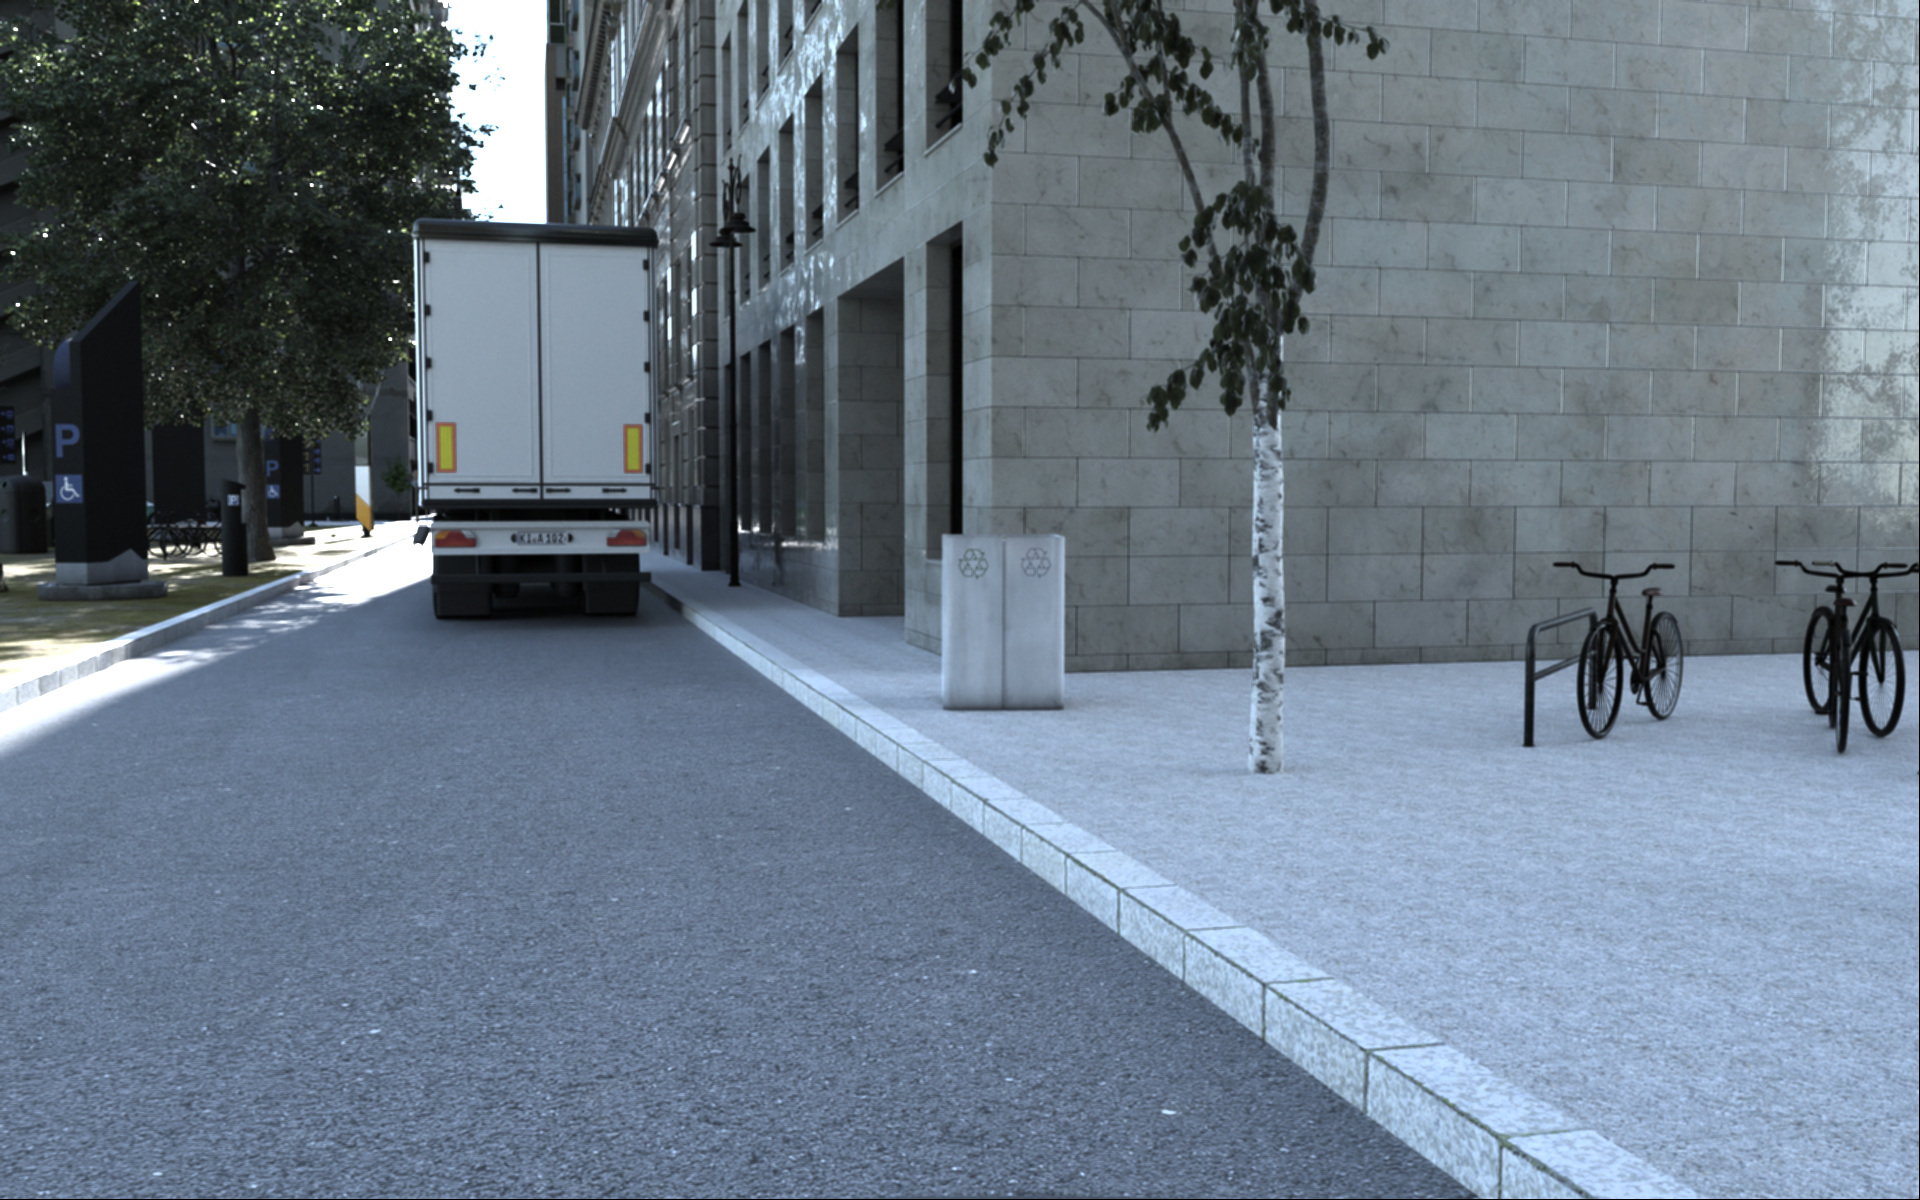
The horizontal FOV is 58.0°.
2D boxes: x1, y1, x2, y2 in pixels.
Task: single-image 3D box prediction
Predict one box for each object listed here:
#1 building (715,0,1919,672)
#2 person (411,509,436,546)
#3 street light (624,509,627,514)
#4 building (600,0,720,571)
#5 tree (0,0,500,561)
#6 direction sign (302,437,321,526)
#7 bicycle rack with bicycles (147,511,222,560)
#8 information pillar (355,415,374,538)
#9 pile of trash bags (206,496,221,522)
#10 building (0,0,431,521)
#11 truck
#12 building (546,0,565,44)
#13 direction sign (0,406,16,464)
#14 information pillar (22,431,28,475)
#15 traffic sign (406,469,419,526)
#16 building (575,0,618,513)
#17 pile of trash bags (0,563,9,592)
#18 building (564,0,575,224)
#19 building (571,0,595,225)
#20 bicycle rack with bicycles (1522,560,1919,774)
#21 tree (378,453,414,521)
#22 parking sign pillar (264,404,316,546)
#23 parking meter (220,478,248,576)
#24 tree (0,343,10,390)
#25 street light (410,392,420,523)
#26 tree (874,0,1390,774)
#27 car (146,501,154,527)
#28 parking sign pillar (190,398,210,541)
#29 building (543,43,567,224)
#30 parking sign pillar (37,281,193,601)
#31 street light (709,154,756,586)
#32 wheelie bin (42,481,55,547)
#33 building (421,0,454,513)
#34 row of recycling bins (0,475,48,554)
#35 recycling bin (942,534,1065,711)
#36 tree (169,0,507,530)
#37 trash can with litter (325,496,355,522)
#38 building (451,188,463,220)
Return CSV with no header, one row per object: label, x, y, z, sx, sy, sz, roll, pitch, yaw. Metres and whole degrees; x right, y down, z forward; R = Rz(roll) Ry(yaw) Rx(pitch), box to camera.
building,3.164,-10.171,21.053,10.420,20.320,16.860,-1,4,-14
person,-14.637,-2.416,48.227,0.699,1.804,1.509,2,4,35
street light,-9.237,-4.573,47.550,0.468,5.910,1.993,-1,4,-14
building,-1.857,-14.918,41.174,12.463,27.353,25.104,-1,4,-14
tree,-13.524,-7.715,32.801,9.857,13.997,8.962,0,3,0
direction sign,-25.690,-4.690,68.685,0.876,3.537,0.379,1,4,21
bicycle rack with bicycles,-15.513,-1.322,34.997,2.925,0.926,2.852,-2,4,-34
information pillar,-17.630,-3.659,51.181,0.504,3.616,0.183,1,4,17
pile of trash bags,-34.530,-4.316,80.315,3.447,1.369,1.912,0,4,8
building,-39.531,-28.512,89.867,21.300,48.544,21.600,-1,4,-14
truck,-5.819,-2.105,23.335,2.839,4.237,11.283,-1,4,-15
building,-46.998,-49.276,243.917,20.611,71.187,20.563,-1,4,-14
direction sign,-24.755,-3.212,44.515,0.876,3.537,0.379,-2,4,-34
information pillar,-34.695,-4.462,64.308,0.183,3.616,0.504,-2,4,-35
traffic sign,-21.810,-4.027,69.480,0.795,2.450,0.064,-1,4,-14
building,-8.116,-12.114,62.694,10.561,19.102,19.286,-1,4,-14
pile of trash bags,-13.026,-0.701,21.219,1.912,1.369,3.447,-1,4,-15
building,-22.605,-27.377,131.210,14.154,41.232,14.086,-1,4,-14
building,-9.782,-28.678,92.590,21.600,48.544,21.300,-1,4,-14
bicycle rack with bicycles,4.289,0.258,9.169,2.852,0.926,2.925,2,4,31
tree,-26.263,-5.312,81.450,1.663,3.219,1.824,0,3,0
parking sign pillar,-17.015,-3.370,43.580,1.447,3.967,1.447,0,4,3
parking meter,-11.368,-1.145,27.124,0.372,1.533,0.369,0,3,0
tree,-30.155,-6.128,50.548,4.360,8.622,3.978,0,3,0
street light,-24.261,-6.391,77.276,0.468,5.910,1.993,-1,4,-14
tree,1.180,-3.509,7.740,4.360,8.622,3.978,0,3,0
car,-33.689,-3.548,69.807,4.920,1.459,2.131,-1,4,-14
parking sign pillar,-21.383,-3.605,47.419,1.447,3.967,1.447,-1,4,-23
building,-33.739,-31.881,171.371,14.600,45.320,14.200,-1,4,-14
parking sign pillar,-10.607,-2.010,21.338,1.447,3.967,1.447,0,4,6
street light,-3.143,-3.131,23.978,0.468,5.910,1.993,-1,4,-14
wheelie bin,-22.013,-2.086,42.022,0.980,1.594,0.693,1,4,19
building,-47.557,-30.780,122.861,23.786,49.044,30.456,-1,4,-14
row of recycling bins,-21.040,-1.918,38.479,1.069,1.692,3.534,-3,4,-38
recycling bin,0.254,0.120,10.596,0.722,1.027,0.722,0,4,-1
tree,-21.798,-12.469,59.750,12.611,20.169,13.585,0,3,0
trash can with litter,-29.063,-4.260,80.708,1.678,1.210,2.233,-2,4,-32
building,-51.823,-23.462,155.313,14.160,30.474,14.107,-1,4,-14
